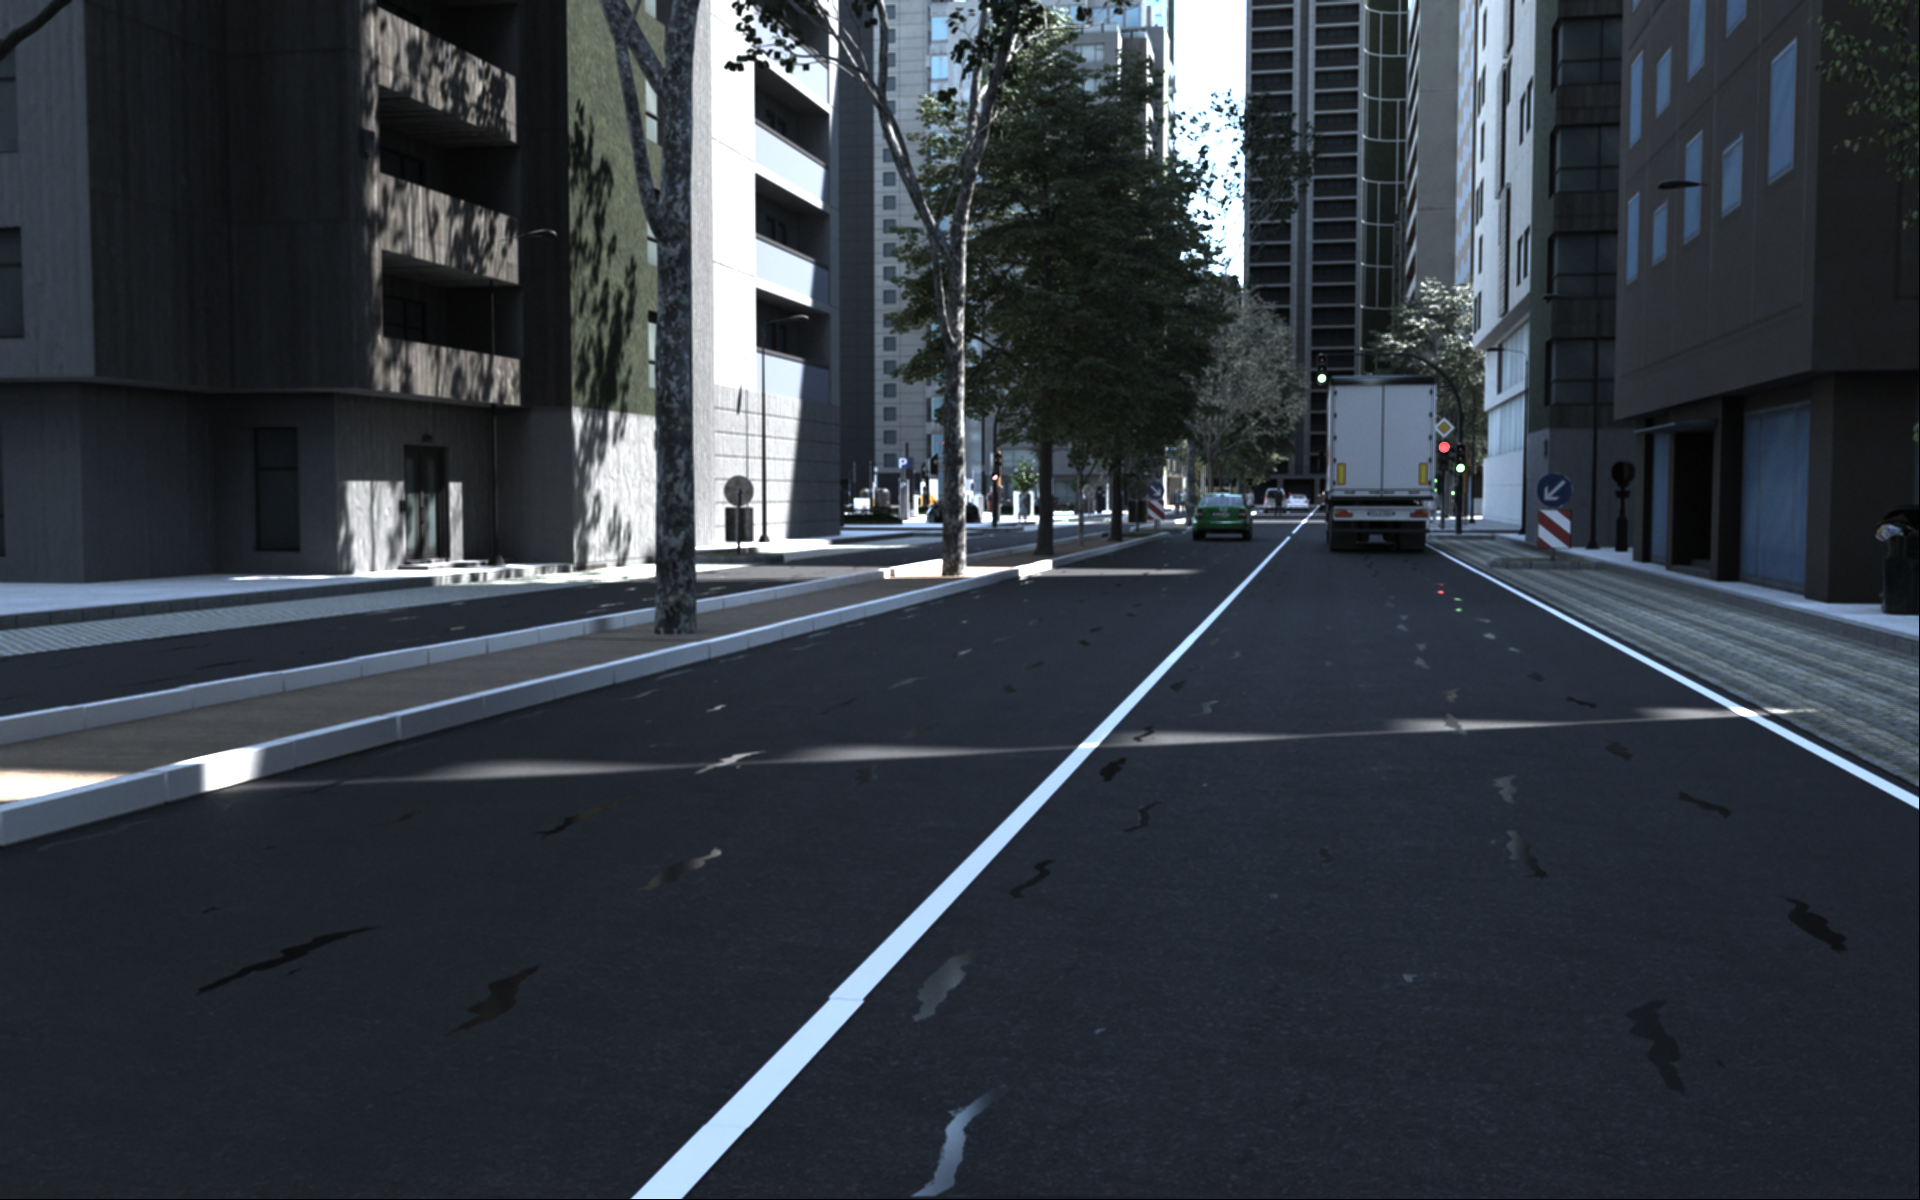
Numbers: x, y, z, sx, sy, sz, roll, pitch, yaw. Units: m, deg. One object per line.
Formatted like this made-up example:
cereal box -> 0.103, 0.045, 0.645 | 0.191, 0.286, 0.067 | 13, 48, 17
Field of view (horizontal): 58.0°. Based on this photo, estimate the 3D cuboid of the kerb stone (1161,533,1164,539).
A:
kerb stone -> 6.234, -1.984, 54.641 | 0.120, 0.150, 1.000 | 1, 4, 12

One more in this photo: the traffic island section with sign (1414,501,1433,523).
traffic island section with sign -> 22.851, -4.826, 87.535 | 1.989, 1.847, 2.006 | 1, 4, 12

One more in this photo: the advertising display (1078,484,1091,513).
advertising display -> 8.267, -6.716, 115.015 | 0.974, 1.923, 0.123 | 2, 4, 32

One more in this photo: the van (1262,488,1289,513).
van -> 23.704, -7.528, 130.098 | 2.013, 2.044, 4.112 | 1, 4, 11

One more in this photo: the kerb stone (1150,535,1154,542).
kerb stone -> 5.591, -1.801, 51.638 | 0.120, 0.150, 1.000 | 1, 4, 12

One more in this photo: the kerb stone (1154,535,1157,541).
kerb stone -> 5.808, -1.858, 52.637 | 0.120, 0.150, 1.000 | 1, 4, 12

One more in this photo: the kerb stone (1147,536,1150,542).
kerb stone -> 5.379, -1.735, 50.639 | 0.120, 0.150, 1.000 | 1, 4, 12

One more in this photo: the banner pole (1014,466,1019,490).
banner pole -> 4.636, -8.988, 136.968 | 0.863, 3.779, 0.401 | 0, 4, -5

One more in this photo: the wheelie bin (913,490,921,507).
wheelie bin -> -3.597, -7.860, 136.424 | 0.980, 1.594, 0.693 | 0, 4, -7

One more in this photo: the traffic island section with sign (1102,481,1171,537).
traffic island section with sign -> 5.862, -3.039, 57.827 | 2.006, 1.907, 1.989 | 1, 4, 12

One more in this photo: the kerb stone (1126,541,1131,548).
kerb stone -> 4.312, -1.430, 45.632 | 0.120, 0.150, 1.000 | 1, 4, 12

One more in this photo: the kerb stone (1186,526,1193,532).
kerb stone -> 8.923, -2.753, 67.209 | 0.120, 0.150, 1.000 | 1, 4, 12

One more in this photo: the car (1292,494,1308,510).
car -> 31.044, -9.018, 159.443 | 2.014, 1.417, 4.499 | 1, 4, 13

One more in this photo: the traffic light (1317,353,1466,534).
traffic light -> 13.863, -4.951, 55.620 | 4.771, 5.953, 1.251 | 1, 4, 12

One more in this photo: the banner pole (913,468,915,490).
banner pole -> -4.118, -9.411, 143.881 | 0.863, 3.779, 0.401 | 1, 4, 14

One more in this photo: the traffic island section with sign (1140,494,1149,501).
traffic island section with sign -> 12.574, -6.675, 117.768 | 1.989, 1.847, 2.006 | 1, 4, 12

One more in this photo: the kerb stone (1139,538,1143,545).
kerb stone -> 4.958, -1.617, 48.635 | 0.120, 0.150, 1.000 | 1, 4, 12

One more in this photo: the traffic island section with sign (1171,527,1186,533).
traffic island section with sign -> 7.420, -3.482, 65.069 | 2.006, 1.907, 1.989 | 1, 4, 12

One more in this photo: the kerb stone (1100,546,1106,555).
kerb stone -> 3.244, -1.127, 40.614 | 0.120, 0.150, 1.000 | 1, 4, 12

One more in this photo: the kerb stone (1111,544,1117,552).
kerb stone -> 3.671, -1.249, 42.624 | 0.120, 0.150, 1.000 | 1, 4, 12

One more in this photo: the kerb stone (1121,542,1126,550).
kerb stone -> 4.094, -1.369, 44.630 | 0.120, 0.150, 1.000 | 1, 4, 12

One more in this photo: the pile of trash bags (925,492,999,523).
pile of trash bags -> 0.266, -4.098, 76.760 | 3.447, 1.369, 1.912 | -2, 4, -32

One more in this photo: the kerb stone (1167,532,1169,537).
kerb stone -> 6.660, -2.107, 56.643 | 0.120, 0.150, 1.000 | 1, 4, 12

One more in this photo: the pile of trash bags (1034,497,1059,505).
pile of trash bags -> 6.642, -7.549, 133.179 | 1.912, 1.369, 3.447 | 0, 4, -4

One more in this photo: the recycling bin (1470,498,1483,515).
recycling bin -> 31.770, -5.736, 106.337 | 0.722, 1.027, 0.722 | 0, 4, 6

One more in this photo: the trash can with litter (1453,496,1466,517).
trash can with litter -> 27.947, -5.218, 96.701 | 0.624, 1.170, 1.055 | -1, 4, -17

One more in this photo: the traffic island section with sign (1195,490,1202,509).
traffic island section with sign -> 22.921, -9.636, 166.170 | 1.989, 1.847, 2.006 | 1, 4, 12

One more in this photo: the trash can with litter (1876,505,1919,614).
trash can with litter -> 10.157, -0.450, 18.740 | 0.624, 1.170, 1.055 | 1, 4, 18

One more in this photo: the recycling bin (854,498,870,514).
recycling bin -> -5.902, -5.595, 104.037 | 0.722, 1.027, 0.722 | -2, 4, -33

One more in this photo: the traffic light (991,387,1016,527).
traffic light -> 3.412, -5.597, 66.175 | 4.771, 5.953, 1.251 | 1, 4, 12

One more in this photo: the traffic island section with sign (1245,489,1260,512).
traffic island section with sign -> 23.124, -7.977, 138.554 | 2.006, 1.907, 1.989 | 1, 4, 12

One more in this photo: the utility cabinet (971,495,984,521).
utility cabinet -> 0.909, -4.459, 84.068 | 0.306, 1.237, 1.020 | -1, 4, -11

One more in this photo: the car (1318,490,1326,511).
car -> 31.733, -8.522, 148.000 | 2.281, 1.827, 5.304 | 1, 4, 12

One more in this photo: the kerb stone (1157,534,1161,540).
kerb stone -> 6.023, -1.923, 53.636 | 0.120, 0.150, 1.000 | 1, 4, 12

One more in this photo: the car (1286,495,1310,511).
car -> 28.130, -8.068, 144.268 | 2.083, 1.381, 4.827 | 1, 4, 11

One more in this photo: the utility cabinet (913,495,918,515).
utility cabinet -> -2.848, -5.149, 95.355 | 1.020, 1.237, 0.306 | 1, 4, 18

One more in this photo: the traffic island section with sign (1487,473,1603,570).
traffic island section with sign -> 11.312, -1.527, 33.595 | 1.989, 1.847, 2.006 | 1, 4, 12

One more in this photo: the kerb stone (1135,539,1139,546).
kerb stone -> 4.740, -1.556, 47.636 | 0.120, 0.150, 1.000 | 1, 4, 12

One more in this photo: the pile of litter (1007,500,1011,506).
pile of litter -> 3.860, -7.469, 136.075 | 1.719, 0.858, 1.176 | 0, 4, 1

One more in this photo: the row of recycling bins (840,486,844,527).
row of recycling bins -> -5.528, -3.797, 69.200 | 1.069, 1.692, 3.534 | -2, 4, -24

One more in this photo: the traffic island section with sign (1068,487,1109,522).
traffic island section with sign -> 6.789, -5.021, 90.722 | 1.989, 1.847, 2.006 | 1, 4, 12

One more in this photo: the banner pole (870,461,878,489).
banner pole -> -6.632, -8.729, 132.737 | 0.863, 3.779, 0.401 | 1, 4, 13

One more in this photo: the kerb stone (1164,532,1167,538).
kerb stone -> 6.449, -2.046, 55.643 | 0.120, 0.150, 1.000 | 1, 4, 12

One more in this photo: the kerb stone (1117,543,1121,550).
kerb stone -> 3.881, -1.305, 43.625 | 0.120, 0.150, 1.000 | 1, 4, 12

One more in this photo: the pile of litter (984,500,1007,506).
pile of litter -> 2.374, -7.201, 131.704 | 1.719, 0.858, 1.176 | -1, 4, -15

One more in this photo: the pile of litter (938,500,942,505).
pile of litter -> -1.863, -7.686, 139.627 | 1.176, 0.858, 1.719 | -3, 5, -42

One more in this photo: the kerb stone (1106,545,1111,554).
kerb stone -> 3.457, -1.188, 41.625 | 0.120, 0.150, 1.000 | 1, 4, 12

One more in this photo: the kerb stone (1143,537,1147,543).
kerb stone -> 5.164, -1.677, 49.636 | 0.120, 0.150, 1.000 | 1, 4, 12

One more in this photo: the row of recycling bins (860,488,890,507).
row of recycling bins -> -6.004, -7.053, 122.433 | 1.069, 1.692, 3.534 | -2, 4, -31

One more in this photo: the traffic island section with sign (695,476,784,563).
traffic island section with sign -> -4.809, -1.705, 36.505 | 1.989, 1.847, 2.006 | 1, 4, 12

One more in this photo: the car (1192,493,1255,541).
car -> 8.349, -2.816, 54.846 | 1.959, 1.807, 4.718 | 1, 4, 11

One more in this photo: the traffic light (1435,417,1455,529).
traffic light -> 17.597, -4.539, 63.133 | 0.839, 4.253, 0.868 | 1, 4, 12

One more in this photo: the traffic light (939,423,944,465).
traffic light -> -0.322, -4.272, 58.769 | 0.839, 4.253, 0.868 | 1, 4, 12

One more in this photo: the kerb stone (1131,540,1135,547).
kerb stone -> 4.525, -1.494, 46.637 | 0.120, 0.150, 1.000 | 1, 4, 12

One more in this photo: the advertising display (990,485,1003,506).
advertising display -> 2.639, -7.279, 124.217 | 0.974, 1.923, 0.123 | -2, 4, -23
